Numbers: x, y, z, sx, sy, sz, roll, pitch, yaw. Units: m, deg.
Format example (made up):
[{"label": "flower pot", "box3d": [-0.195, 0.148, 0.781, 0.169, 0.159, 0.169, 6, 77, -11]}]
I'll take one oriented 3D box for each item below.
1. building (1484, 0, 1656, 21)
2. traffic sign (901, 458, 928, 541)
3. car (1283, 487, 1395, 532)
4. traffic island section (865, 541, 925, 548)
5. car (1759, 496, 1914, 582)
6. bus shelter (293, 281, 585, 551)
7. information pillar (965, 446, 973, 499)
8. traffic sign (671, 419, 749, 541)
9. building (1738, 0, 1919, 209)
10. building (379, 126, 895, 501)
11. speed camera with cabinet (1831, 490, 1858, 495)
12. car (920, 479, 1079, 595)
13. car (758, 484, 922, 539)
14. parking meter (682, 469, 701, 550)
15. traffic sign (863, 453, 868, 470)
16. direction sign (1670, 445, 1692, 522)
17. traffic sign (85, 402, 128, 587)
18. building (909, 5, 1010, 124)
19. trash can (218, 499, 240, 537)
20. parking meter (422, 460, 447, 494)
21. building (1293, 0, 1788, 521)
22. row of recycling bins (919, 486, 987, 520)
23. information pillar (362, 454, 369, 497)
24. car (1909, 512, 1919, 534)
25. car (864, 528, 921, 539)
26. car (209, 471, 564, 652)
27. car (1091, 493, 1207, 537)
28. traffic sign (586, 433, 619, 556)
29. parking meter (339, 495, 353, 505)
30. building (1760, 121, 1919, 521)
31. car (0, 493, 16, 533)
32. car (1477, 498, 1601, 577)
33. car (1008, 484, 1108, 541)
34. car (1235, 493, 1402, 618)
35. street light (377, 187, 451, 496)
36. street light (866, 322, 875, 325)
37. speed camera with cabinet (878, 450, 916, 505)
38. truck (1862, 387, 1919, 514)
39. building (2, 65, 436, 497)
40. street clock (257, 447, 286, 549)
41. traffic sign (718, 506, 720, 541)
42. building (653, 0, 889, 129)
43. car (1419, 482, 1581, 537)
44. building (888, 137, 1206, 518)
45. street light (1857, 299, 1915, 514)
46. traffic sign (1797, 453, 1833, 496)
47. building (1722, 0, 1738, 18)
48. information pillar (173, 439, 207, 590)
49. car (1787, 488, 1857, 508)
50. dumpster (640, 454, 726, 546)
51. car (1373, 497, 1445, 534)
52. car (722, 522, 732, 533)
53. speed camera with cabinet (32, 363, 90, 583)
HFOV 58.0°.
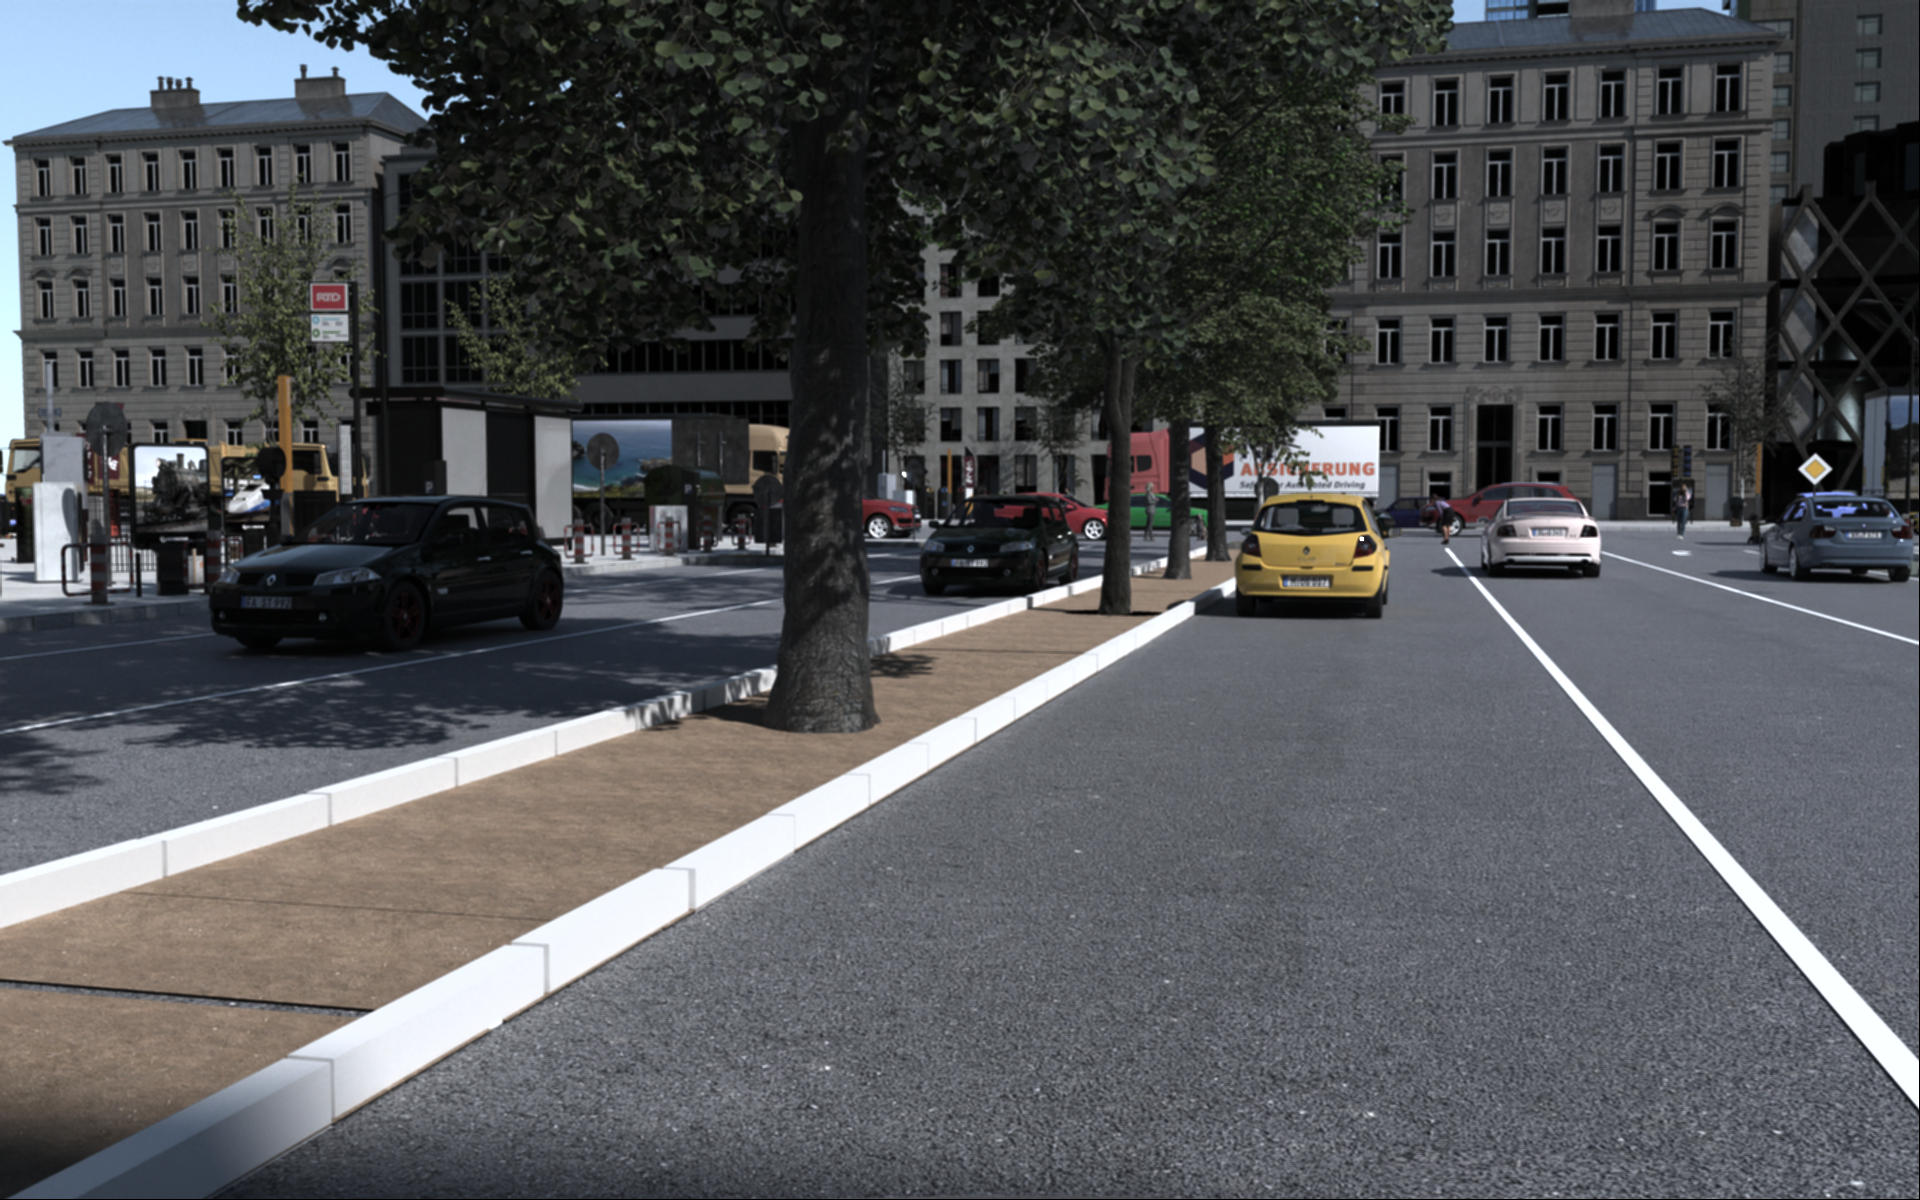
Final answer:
[{"label": "building", "box3d": [84.969, -56.847, 242.112, 31.000, 86.520, 22.319, 1, 4, 14]}, {"label": "traffic sign", "box3d": [-1.264, -2.697, 47.732, 0.795, 2.450, 0.064, 1, 4, 14]}, {"label": "car", "box3d": [12.395, -2.941, 57.867, 4.222, 1.686, 2.009, 1, 4, 12]}, {"label": "traffic island section", "box3d": [-1.289, -1.561, 47.800, 2.009, 0.180, 2.903, 1, 4, 14]}, {"label": "car", "box3d": [14.980, -1.083, 29.706, 2.014, 1.417, 4.499, 1, 4, 15]}, {"label": "bus shelter", "box3d": [-10.616, -3.524, 35.252, 2.179, 5.291, 8.768, 1, 4, 14]}, {"label": "information pillar", "box3d": [0.432, -5.731, 85.057, 0.504, 3.616, 0.183, -3, 5, -43]}, {"label": "traffic sign", "box3d": [-6.782, -3.249, 46.987, 2.265, 3.308, 0.079, 1, 4, 16]}, {"label": "building", "box3d": [69.533, -27.903, 139.816, 14.154, 41.232, 14.086, 1, 4, 14]}, {"label": "building", "box3d": [-17.059, -17.228, 100.751, 30.058, 24.678, 14.314, 1, 4, 14]}, {"label": "speed camera with cabinet", "box3d": [40.760, -5.158, 78.671, 2.038, 3.252, 0.660, 3, 5, 40]}, {"label": "car", "box3d": [0.643, -0.982, 25.849, 2.009, 1.686, 4.222, 1, 4, 14]}, {"label": "car", "box3d": [-3.819, -2.815, 54.692, 5.304, 1.827, 2.281, 1, 4, 16]}, {"label": "parking meter", "box3d": [-6.158, -2.081, 39.741, 0.399, 1.863, 0.255, 1, 4, 21]}, {"label": "traffic sign", "box3d": [-3.008, -3.008, 49.288, 0.768, 2.556, 0.104, 1, 4, 15]}, {"label": "direction sign", "box3d": [33.503, -5.416, 80.541, 0.876, 3.537, 0.379, 1, 4, 19]}, {"label": "traffic sign", "box3d": [-11.772, -1.454, 23.877, 0.768, 2.556, 0.104, 1, 4, 21]}, {"label": "building", "box3d": [-1.213, -43.753, 153.620, 20.563, 71.187, 20.611, 1, 4, 14]}, {"label": "trash can", "box3d": [-21.770, -2.454, 51.778, 0.748, 1.137, 0.748, 0, 3, 0]}, {"label": "parking meter", "box3d": [-9.176, -1.502, 30.271, 0.399, 1.863, 0.255, 2, 4, 33]}, {"label": "building", "box3d": [27.412, -17.853, 89.155, 25.104, 27.353, 12.463, 1, 4, 14]}, {"label": "row of recycling bins", "box3d": [-0.344, -4.909, 87.371, 3.534, 1.692, 1.069, 0, 4, 3]}, {"label": "information pillar", "box3d": [-33.019, -6.407, 96.107, 0.504, 3.616, 0.183, 3, 4, 37]}, {"label": "car", "box3d": [35.234, -3.087, 60.691, 3.980, 1.641, 2.015, 1, 4, 12]}, {"label": "car", "box3d": [-3.488, -2.751, 56.974, 4.499, 1.417, 2.014, 1, 4, 16]}, {"label": "car", "box3d": [-5.517, -0.451, 17.153, 2.009, 1.686, 4.222, 1, 4, 16]}, {"label": "car", "box3d": [6.733, -3.103, 59.531, 4.718, 1.807, 1.959, 1, 4, 12]}, {"label": "traffic sign", "box3d": [-7.453, -2.201, 36.092, 0.768, 2.556, 0.104, 1, 4, 18]}, {"label": "parking meter", "box3d": [-18.066, -2.767, 50.952, 0.255, 1.863, 0.399, 1, 4, 12]}, {"label": "building", "box3d": [48.597, -13.384, 86.276, 16.811, 18.784, 16.820, 1, 4, 14]}, {"label": "car", "box3d": [-36.054, -3.259, 62.873, 3.694, 1.707, 1.945, 1, 4, 15]}, {"label": "car", "box3d": [10.457, -1.160, 31.322, 2.083, 1.381, 4.827, 1, 4, 14]}, {"label": "car", "box3d": [3.042, -2.758, 54.141, 4.494, 1.783, 2.155, 1, 4, 13]}, {"label": "car", "box3d": [4.446, -0.693, 21.547, 2.015, 1.641, 3.980, 1, 4, 15]}, {"label": "street light", "box3d": [-8.196, -3.271, 26.020, 1.470, 5.913, 1.316, 1, 4, 14]}, {"label": "street light", "box3d": [-2.963, -4.542, 46.800, 1.470, 5.913, 1.316, 1, 4, 14]}, {"label": "speed camera with cabinet", "box3d": [-2.832, -5.085, 77.479, 0.660, 3.252, 2.038, -3, 5, -41]}, {"label": "truck", "box3d": [30.010, -3.445, 45.233, 11.283, 4.237, 2.839, 1, 4, 14]}, {"label": "building", "box3d": [-43.843, -18.959, 107.243, 25.104, 27.353, 12.463, 1, 4, 14]}, {"label": "street clock", "box3d": [-10.580, -1.352, 26.669, 0.358, 2.002, 0.471, 0, 4, 7]}, {"label": "traffic sign", "box3d": [-6.580, -2.891, 47.269, 0.884, 2.594, 0.081, 1, 4, 15]}, {"label": "building", "box3d": [-20.593, -46.009, 190.504, 20.611, 71.187, 20.563, 1, 4, 14]}, {"label": "car", "box3d": [18.179, -3.032, 58.249, 5.304, 1.827, 2.281, 1, 4, 13]}, {"label": "building", "box3d": [5.637, -14.627, 93.906, 16.860, 20.320, 10.420, 1, 4, 14]}, {"label": "street light", "box3d": [22.091, -4.209, 41.363, 1.470, 5.913, 1.316, 1, 4, 14]}, {"label": "traffic sign", "box3d": [20.782, -2.355, 42.151, 0.795, 2.450, 0.064, 1, 4, 14]}, {"label": "building", "box3d": [79.061, -51.778, 159.238, 22.319, 86.520, 31.000, 1, 4, 14]}, {"label": "information pillar", "box3d": [-10.300, -1.146, 23.233, 0.304, 2.012, 0.304, 1, 4, 17]}, {"label": "car", "box3d": [30.888, -3.120, 60.604, 3.694, 1.707, 1.945, 1, 4, 13]}, {"label": "dumpster", "box3d": [-6.764, -2.428, 42.192, 1.502, 2.255, 1.985, 1, 4, 14]}, {"label": "car", "box3d": [16.405, -3.124, 63.662, 3.894, 1.354, 1.945, 1, 4, 16]}, {"label": "car", "box3d": [-7.244, -3.234, 64.885, 4.499, 1.417, 2.014, 1, 4, 13]}, {"label": "speed camera with cabinet", "box3d": [-13.365, -1.922, 25.755, 0.660, 3.252, 2.038, -1, 4, -22]}]
